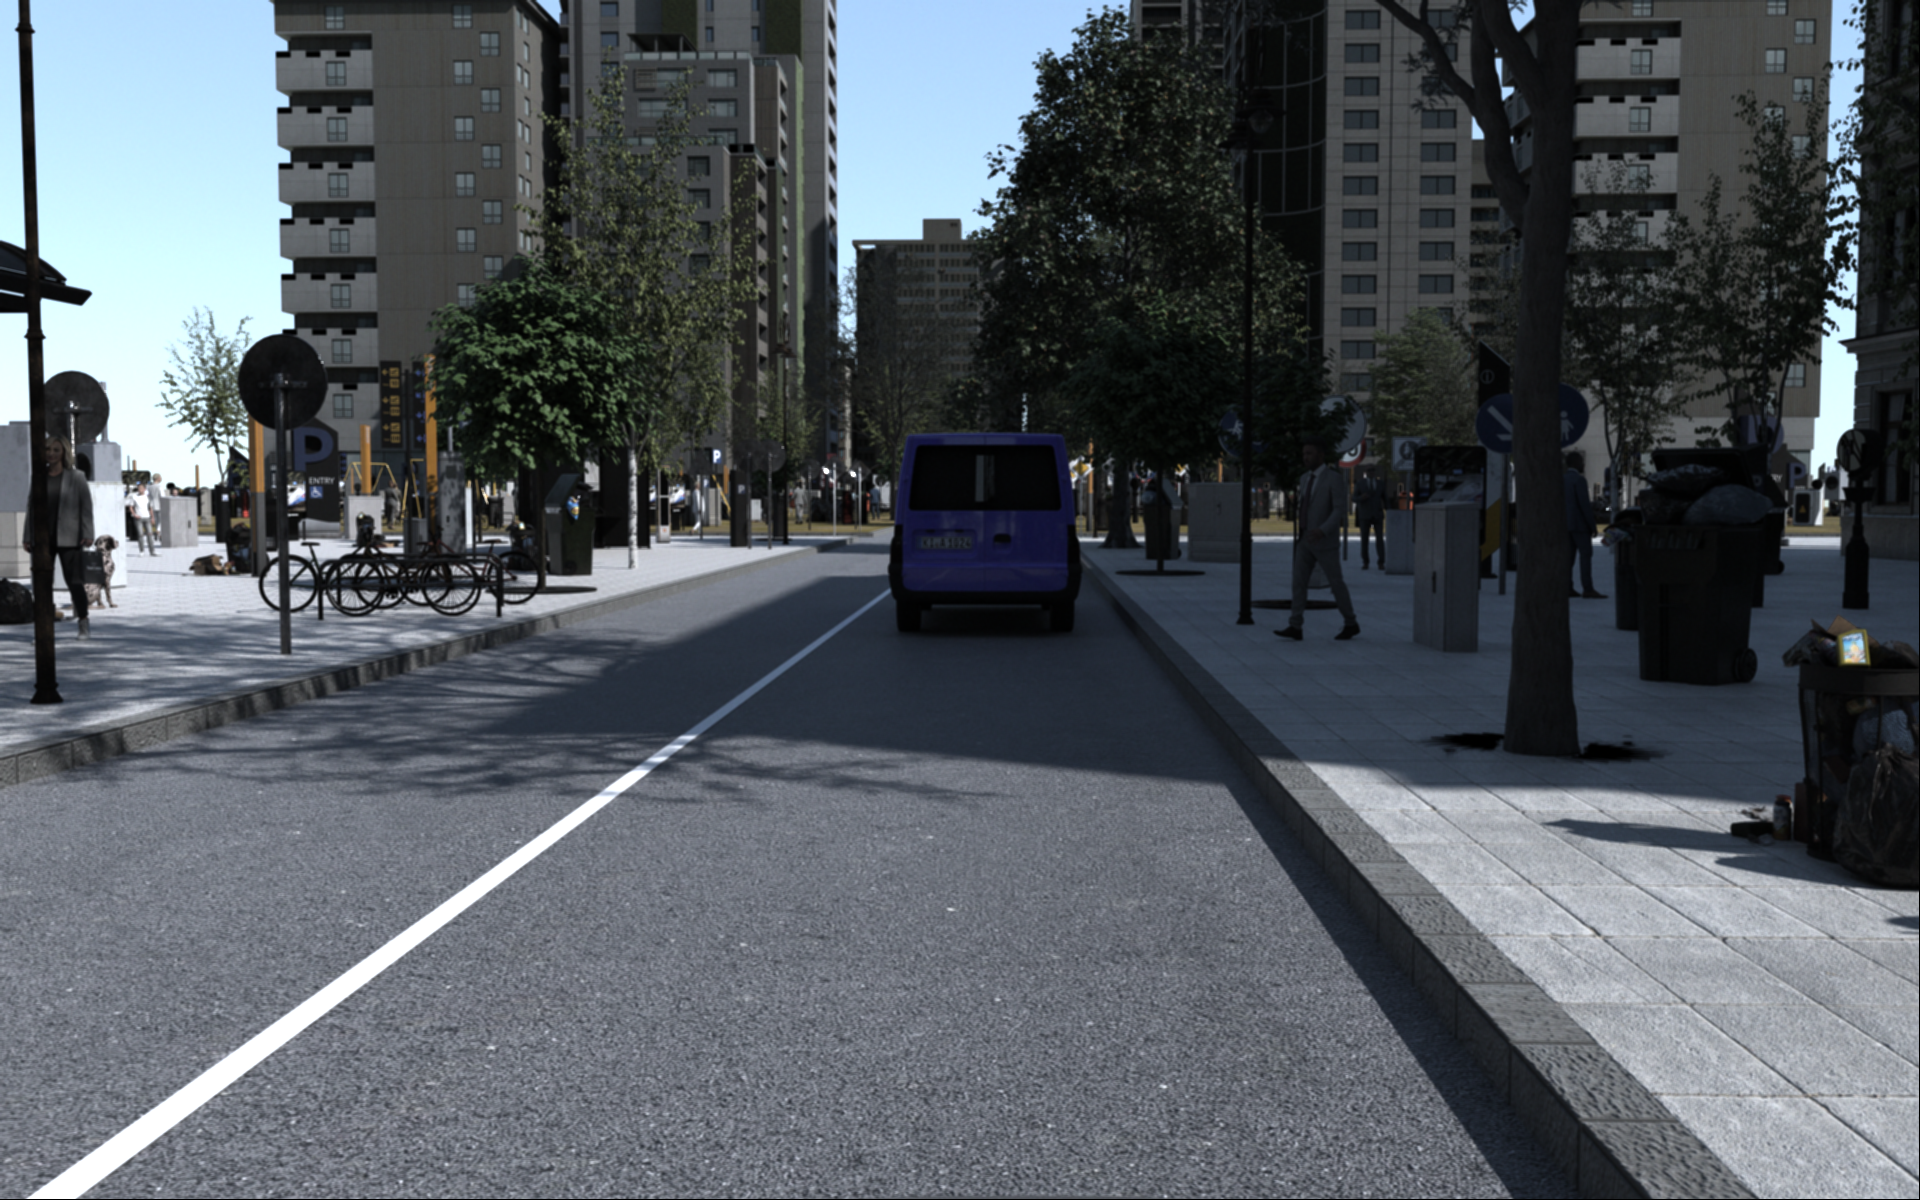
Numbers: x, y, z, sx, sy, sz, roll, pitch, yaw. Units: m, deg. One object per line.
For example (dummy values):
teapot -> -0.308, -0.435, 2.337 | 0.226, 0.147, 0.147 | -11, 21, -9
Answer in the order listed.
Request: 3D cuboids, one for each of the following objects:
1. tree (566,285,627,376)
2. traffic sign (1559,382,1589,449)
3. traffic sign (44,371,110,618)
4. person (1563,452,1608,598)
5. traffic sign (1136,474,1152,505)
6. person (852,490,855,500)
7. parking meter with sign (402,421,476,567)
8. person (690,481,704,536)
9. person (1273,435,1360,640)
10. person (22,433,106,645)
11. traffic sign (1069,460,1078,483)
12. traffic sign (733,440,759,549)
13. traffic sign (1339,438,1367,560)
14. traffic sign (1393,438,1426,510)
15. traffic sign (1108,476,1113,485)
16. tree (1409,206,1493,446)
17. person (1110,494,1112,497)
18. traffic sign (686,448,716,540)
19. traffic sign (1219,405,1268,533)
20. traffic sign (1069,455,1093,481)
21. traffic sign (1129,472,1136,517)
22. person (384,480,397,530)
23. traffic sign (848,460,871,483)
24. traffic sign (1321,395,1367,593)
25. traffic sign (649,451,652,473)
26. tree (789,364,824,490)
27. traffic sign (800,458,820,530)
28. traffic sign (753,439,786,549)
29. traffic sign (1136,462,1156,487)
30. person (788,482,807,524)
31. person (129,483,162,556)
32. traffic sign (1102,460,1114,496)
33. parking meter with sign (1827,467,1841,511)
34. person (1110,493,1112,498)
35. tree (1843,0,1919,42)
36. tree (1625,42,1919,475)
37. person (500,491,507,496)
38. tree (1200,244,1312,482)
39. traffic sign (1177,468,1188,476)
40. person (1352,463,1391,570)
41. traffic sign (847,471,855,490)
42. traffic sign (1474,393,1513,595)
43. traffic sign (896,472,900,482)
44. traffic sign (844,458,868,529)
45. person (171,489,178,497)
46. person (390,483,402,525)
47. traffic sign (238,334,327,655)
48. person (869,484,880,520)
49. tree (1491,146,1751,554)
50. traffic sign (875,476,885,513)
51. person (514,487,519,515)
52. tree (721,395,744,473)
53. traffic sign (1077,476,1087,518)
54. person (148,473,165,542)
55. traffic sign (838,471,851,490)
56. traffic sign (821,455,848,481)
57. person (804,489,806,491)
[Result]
tree -> -19.231, -9.722, 84.717 | 9.928, 11.665, 9.643 | 0, 3, 0
traffic sign -> 6.767, -1.204, 19.793 | 0.768, 2.556, 0.104 | 0, 4, 3
traffic sign -> -9.162, -1.088, 17.902 | 0.768, 2.556, 0.104 | 0, 4, 2
person -> 7.644, -0.933, 21.472 | 0.419, 1.800, 0.721 | -2, 4, -25
traffic sign -> 8.460, -4.863, 79.614 | 0.768, 2.556, 0.104 | 0, 4, 4
person -> -8.125, -7.637, 132.714 | 0.589, 1.601, 0.330 | 1, 4, 11
parking meter with sign -> -9.259, -2.127, 31.035 | 0.543, 3.016, 1.738 | 1, 4, 23
person -> -8.517, -2.911, 55.973 | 0.514, 1.842, 0.818 | 3, 4, 38
person -> 3.160, -0.542, 15.186 | 0.850, 1.792, 0.678 | -2, 4, -29
person -> -7.703, -0.535, 14.975 | 0.709, 1.800, 0.728 | 0, 4, -1
traffic sign -> 3.855, -3.463, 58.810 | 0.795, 2.593, 0.064 | 0, 4, 2
traffic sign -> -4.927, -2.471, 40.500 | 0.768, 2.556, 0.104 | 0, 4, 6
traffic sign -> 7.447, -2.037, 33.413 | 0.768, 2.556, 0.104 | 0, 4, 6
traffic sign -> 8.032, -1.767, 31.020 | 0.606, 2.300, 0.079 | 0, 4, 5
traffic sign -> 7.642, -5.146, 86.272 | 0.606, 2.300, 0.079 | 1, 4, 12
tree -> 14.459, -5.763, 44.592 | 4.360, 8.622, 3.978 | 0, 3, 0
person -> 12.660, -8.800, 149.941 | 1.348, 1.821, 0.705 | -1, 4, -18
traffic sign -> -7.287, -2.980, 48.727 | 0.884, 2.594, 0.081 | 1, 4, 12
traffic sign -> 4.083, -1.514, 24.867 | 0.768, 2.556, 0.104 | 1, 4, 8
traffic sign -> 3.568, -2.975, 50.830 | 0.795, 2.593, 0.064 | 0, 4, 2
traffic sign -> 9.771, -6.042, 98.898 | 0.768, 2.556, 0.104 | 1, 4, 9
person -> -20.501, -3.441, 62.583 | 0.520, 1.790, 0.573 | 1, 4, 10
traffic sign -> -3.434, -3.480, 59.091 | 0.795, 2.593, 0.064 | 0, 4, 2
traffic sign -> 4.839, -1.359, 22.320 | 0.768, 2.556, 0.104 | 0, 4, 4
traffic sign -> -8.773, -2.913, 47.733 | 0.768, 2.556, 0.104 | 1, 4, 11
tree -> -9.940, -8.932, 96.405 | 4.737, 8.622, 4.395 | 0, 3, 0
traffic sign -> -5.342, -3.753, 61.466 | 0.768, 2.556, 0.104 | 1, 4, 8
traffic sign -> -4.421, -2.452, 40.198 | 0.768, 2.556, 0.104 | 0, 4, 3
traffic sign -> 6.427, -3.653, 59.824 | 0.768, 2.556, 0.104 | 0, 4, 4
person -> -6.851, -4.100, 73.344 | 0.678, 1.792, 0.850 | -3, 4, -36
person -> -16.798, -1.654, 35.689 | 0.523, 1.515, 0.503 | 1, 4, 18
traffic sign -> 4.608, -3.167, 51.886 | 0.768, 2.556, 0.104 | 1, 4, 9
parking meter with sign -> 55.301, -6.891, 108.933 | 0.543, 3.016, 1.738 | 0, 4, -6
person -> 17.452, -11.667, 200.065 | 0.557, 1.426, 1.065 | 0, 3, 0
tree -> 12.835, -4.373, 21.869 | 4.737, 8.622, 4.395 | 0, 3, 0
tree -> 14.389, -4.935, 31.049 | 4.737, 8.622, 4.395 | 0, 3, 0
person -> -24.501, -5.273, 93.013 | 0.760, 1.731, 0.466 | 1, 4, 21
tree -> 7.958, -6.042, 49.152 | 4.737, 8.622, 4.395 | 0, 3, 0
traffic sign -> 7.345, -3.561, 57.955 | 0.795, 2.593, 0.064 | 1, 4, 9
person -> 6.984, -1.415, 29.357 | 0.661, 1.801, 0.590 | 0, 4, 4
traffic sign -> -6.120, -5.862, 95.957 | 0.768, 2.556, 0.104 | 0, 4, 3
traffic sign -> 6.917, -1.340, 22.017 | 0.768, 2.556, 0.104 | 1, 4, 10
traffic sign -> -3.208, -5.916, 96.838 | 0.768, 2.556, 0.104 | 1, 4, 11
traffic sign -> -3.782, -3.842, 62.813 | 0.884, 2.594, 0.081 | 0, 4, 7
person -> -24.626, -2.694, 54.364 | 0.589, 1.601, 0.330 | -2, 4, -28
person -> -23.764, -4.054, 72.870 | 0.519, 1.759, 0.362 | -3, 5, -43
traffic sign -> -5.399, -0.837, 13.796 | 0.768, 2.556, 0.104 | 1, 4, 9
person -> -4.238, -4.896, 86.267 | 0.721, 1.800, 0.419 | -2, 4, -27
tree -> 14.083, -5.283, 36.738 | 4.360, 8.622, 3.978 | 0, 3, 0
traffic sign -> -5.354, -7.121, 116.529 | 0.768, 2.556, 0.104 | 1, 4, 10
person -> -14.854, -3.235, 59.039 | 0.694, 1.812, 0.767 | 0, 4, -8
tree -> -15.801, -10.812, 127.133 | 4.360, 8.622, 3.978 | 0, 3, 0
traffic sign -> 6.825, -5.773, 94.394 | 0.884, 2.594, 0.081 | 0, 4, 8
person -> -21.532, -2.478, 46.436 | 0.514, 1.842, 0.818 | 0, 4, -2
traffic sign -> -6.334, -5.797, 94.891 | 0.768, 2.556, 0.104 | 1, 4, 9
traffic sign -> -3.721, -2.992, 51.111 | 0.795, 2.593, 0.064 | 0, 4, 2
person -> -14.087, -9.239, 158.040 | 0.436, 1.711, 0.756 | 2, 4, 25
